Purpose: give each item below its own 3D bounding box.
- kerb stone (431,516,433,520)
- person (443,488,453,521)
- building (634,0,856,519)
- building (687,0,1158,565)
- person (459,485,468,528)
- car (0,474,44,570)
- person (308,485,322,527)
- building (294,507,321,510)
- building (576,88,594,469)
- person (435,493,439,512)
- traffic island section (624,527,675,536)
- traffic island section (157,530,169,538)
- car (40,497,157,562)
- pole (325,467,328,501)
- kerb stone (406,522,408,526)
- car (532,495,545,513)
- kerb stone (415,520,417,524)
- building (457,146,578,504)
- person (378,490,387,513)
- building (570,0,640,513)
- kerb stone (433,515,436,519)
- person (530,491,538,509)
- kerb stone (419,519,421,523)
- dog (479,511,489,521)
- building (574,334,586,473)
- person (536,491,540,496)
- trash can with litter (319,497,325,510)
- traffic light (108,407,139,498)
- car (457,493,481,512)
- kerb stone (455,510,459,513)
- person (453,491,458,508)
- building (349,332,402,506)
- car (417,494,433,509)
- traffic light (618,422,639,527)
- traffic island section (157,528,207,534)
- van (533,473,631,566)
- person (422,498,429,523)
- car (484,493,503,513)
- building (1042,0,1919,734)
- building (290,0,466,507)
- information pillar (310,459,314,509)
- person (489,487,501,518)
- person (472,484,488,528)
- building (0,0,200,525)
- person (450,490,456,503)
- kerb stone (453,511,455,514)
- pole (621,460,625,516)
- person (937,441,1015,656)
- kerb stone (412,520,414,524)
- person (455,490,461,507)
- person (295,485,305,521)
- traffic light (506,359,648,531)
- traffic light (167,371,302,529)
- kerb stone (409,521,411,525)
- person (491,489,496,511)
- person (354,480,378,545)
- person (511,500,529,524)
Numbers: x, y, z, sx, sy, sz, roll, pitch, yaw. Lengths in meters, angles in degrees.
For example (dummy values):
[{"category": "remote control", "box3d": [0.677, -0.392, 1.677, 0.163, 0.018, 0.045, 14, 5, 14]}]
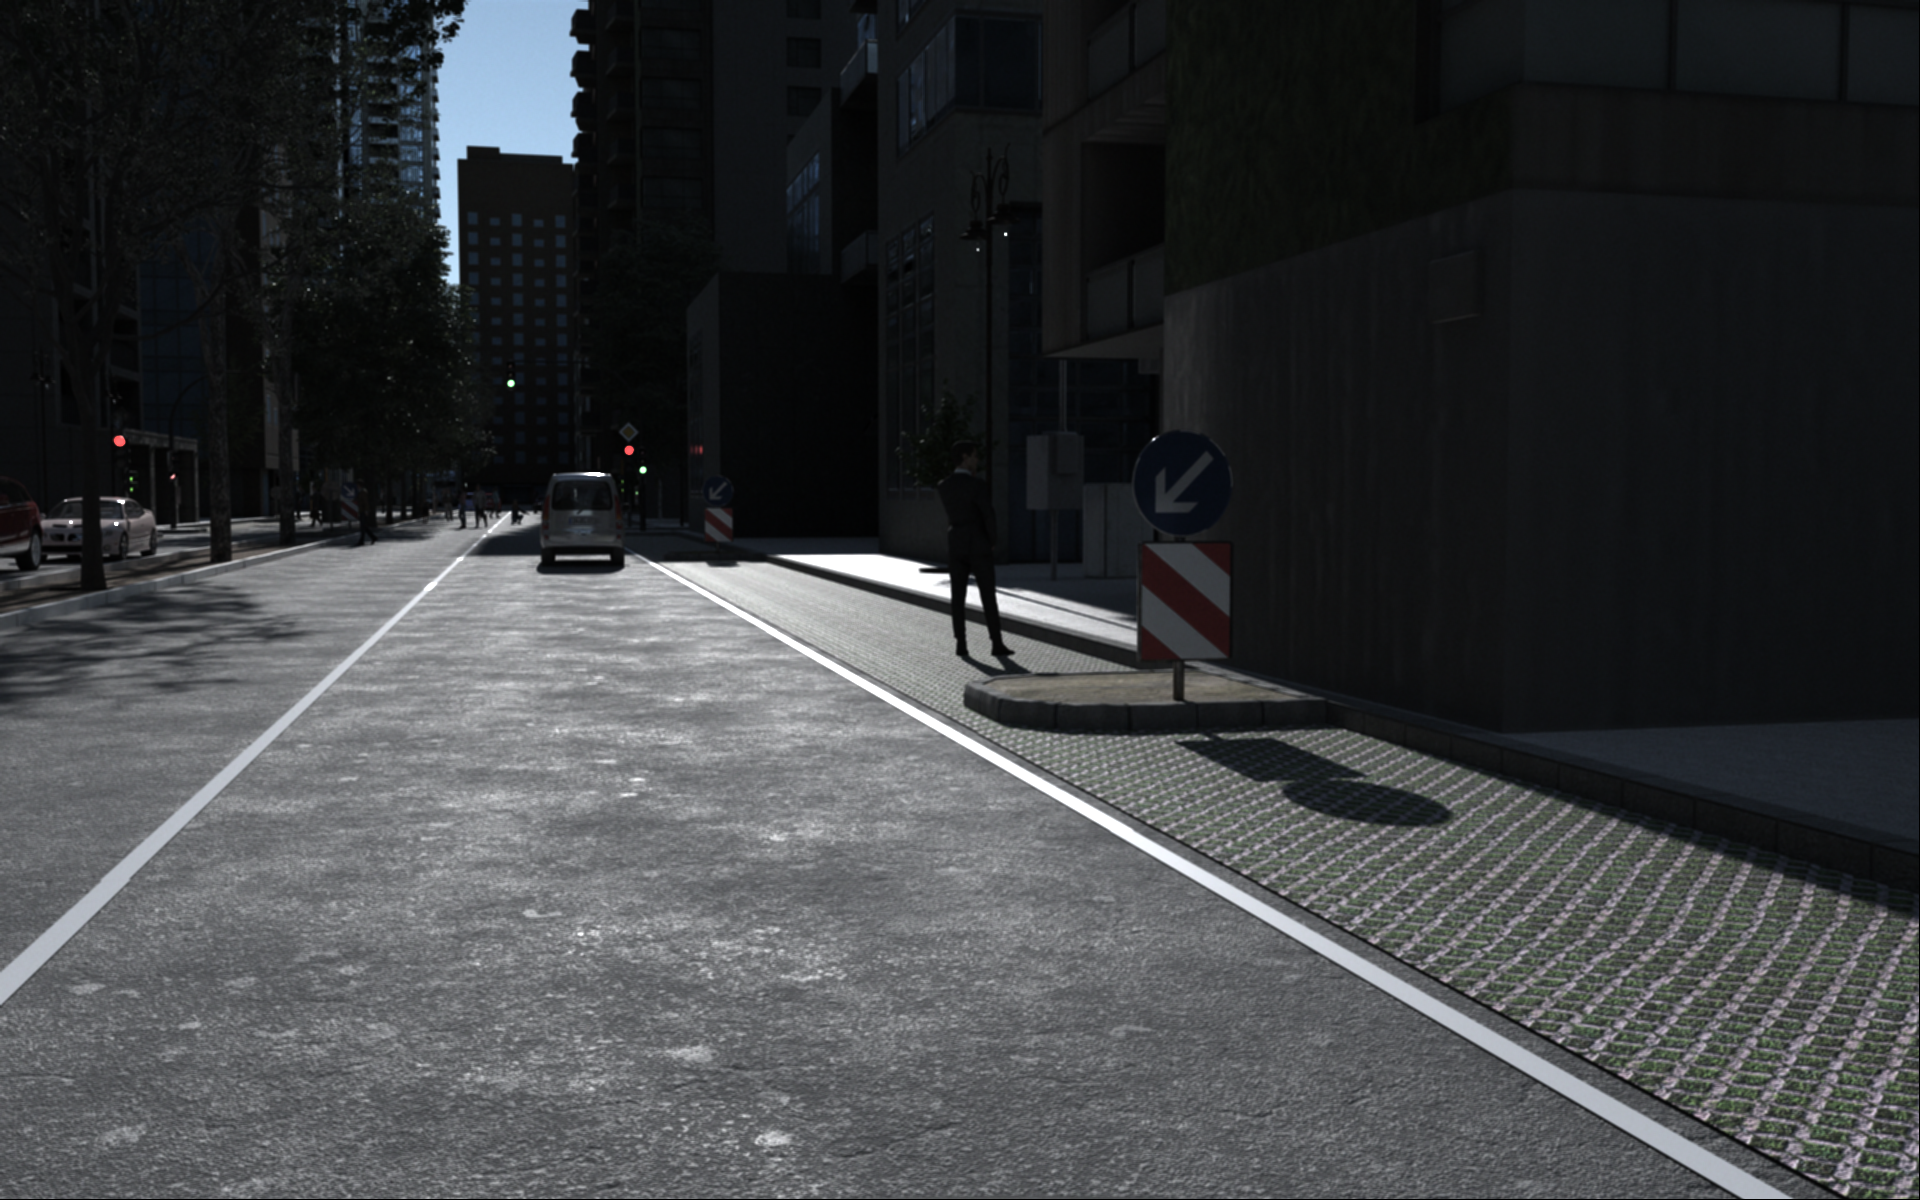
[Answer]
[{"category": "kerb stone", "box3d": [-29.533, -4.536, 96.352, 0.120, 0.150, 1.000, -1, 4, -14]}, {"category": "person", "box3d": [-27.198, -5.078, 92.069, 0.519, 1.759, 0.362, -3, 4, -36]}, {"category": "building", "box3d": [-11.191, -19.925, 97.481, 14.160, 30.474, 14.107, -1, 4, -14]}, {"category": "building", "box3d": [5.074, -44.828, 45.608, 22.319, 86.520, 31.000, -1, 4, -14]}, {"category": "person", "box3d": [-20.754, -3.902, 72.315, 0.388, 1.821, 0.555, -1, 4, -21]}, {"category": "car", "box3d": [-18.055, -1.364, 30.974, 2.281, 1.827, 5.304, -1, 4, -13]}, {"category": "person", "box3d": [-28.225, -4.125, 75.910, 0.622, 1.834, 0.822, 3, 5, 40]}, {"category": "building", "box3d": [-63.527, -51.007, 146.630, 22.319, 86.520, 31.000, -1, 4, -14]}, {"category": "building", "box3d": [-32.021, -32.475, 181.084, 14.600, 45.320, 14.200, -1, 4, -14]}, {"category": "person", "box3d": [-40.553, -7.517, 133.991, 0.523, 1.515, 0.503, -1, 4, -13]}, {"category": "traffic island section", "box3d": [-10.955, -2.302, 59.914, 2.009, 0.180, 2.903, -1, 4, -14]}, {"category": "traffic island section", "box3d": [-27.011, -2.059, 55.944, 2.009, 0.180, 2.903, -1, 4, -14]}, {"category": "car", "box3d": [-19.091, -1.583, 38.240, 2.083, 1.381, 4.827, -1, 4, -13]}, {"category": "pole", "box3d": [-45.938, -8.058, 125.598, 0.158, 3.312, 0.155, 0, 3, 0]}, {"category": "kerb stone", "box3d": [-24.582, -3.316, 76.412, 0.120, 0.150, 1.000, -1, 4, -14]}, {"category": "car", "box3d": [-31.053, -7.164, 129.714, 1.945, 1.354, 3.894, -1, 4, -14]}, {"category": "kerb stone", "box3d": [-26.072, -3.682, 82.401, 0.120, 0.150, 1.000, -1, 4, -14]}, {"category": "building", "box3d": [-57.863, -35.289, 227.085, 14.200, 45.320, 14.600, -1, 4, -14]}, {"category": "person", "box3d": [-43.249, -7.385, 129.637, 0.661, 1.777, 0.834, 0, 4, 4]}, {"category": "building", "box3d": [-17.304, -28.984, 128.514, 22.147, 44.769, 28.867, -1, 4, -14]}, {"category": "kerb stone", "box3d": [-30.283, -4.718, 99.342, 0.120, 0.150, 1.000, -1, 4, -14]}, {"category": "person", "box3d": [-40.050, -9.434, 163.306, 0.990, 1.755, 0.434, -1, 4, -16]}, {"category": "kerb stone", "box3d": [-26.817, -3.865, 85.388, 0.120, 0.150, 1.000, -1, 4, -14]}, {"category": "dog", "box3d": [-25.824, -4.555, 93.768, 0.406, 0.507, 0.540, 1, 4, 10]}, {"category": "building", "box3d": [-30.956, -21.973, 204.293, 27.650, 21.520, 28.899, -1, 4, -14]}, {"category": "person", "box3d": [-51.979, -12.486, 212.660, 1.348, 1.822, 0.705, -2, 4, -24]}, {"category": "trash can with litter", "box3d": [-49.673, -7.529, 134.490, 1.055, 1.170, 0.624, -2, 4, -26]}, {"category": "traffic light", "box3d": [-26.970, -4.092, 55.820, 0.839, 4.253, 0.868, -1, 4, -14]}, {"category": "car", "box3d": [-34.628, -6.920, 122.728, 1.945, 1.707, 3.694, -1, 4, -15]}, {"category": "kerb stone", "box3d": [-38.684, -6.782, 133.188, 0.120, 0.150, 1.000, -1, 4, -14]}, {"category": "person", "box3d": [-53.708, -10.720, 184.478, 1.217, 1.736, 0.721, 1, 4, 17]}, {"category": "building", "box3d": [-78.347, -21.271, 192.826, 28.899, 21.520, 27.650, -1, 4, -14]}, {"category": "car", "box3d": [-50.048, -9.313, 162.059, 2.009, 1.686, 4.222, -1, 4, -14]}, {"category": "traffic light", "box3d": [-12.922, -4.809, 67.540, 0.839, 4.253, 0.868, -1, 4, -14]}, {"category": "traffic island section", "box3d": [-28.937, -2.533, 63.695, 2.009, 0.180, 2.903, -1, 4, -14]}, {"category": "van", "box3d": [-7.846, -1.772, 35.989, 2.013, 2.044, 4.112, -1, 4, -12]}, {"category": "person", "box3d": [-26.207, -4.387, 84.901, 0.362, 1.253, 0.373, 0, 4, 4]}, {"category": "car", "box3d": [-36.105, -7.566, 132.745, 2.155, 1.783, 4.494, -1, 4, -15]}, {"category": "building", "box3d": [8.062, -20.350, 16.321, 14.154, 41.232, 14.086, -1, 4, -14]}, {"category": "building", "box3d": [-80.953, -55.751, 224.204, 31.000, 86.520, 22.319, -1, 4, -14]}, {"category": "information pillar", "box3d": [-43.625, -7.660, 116.602, 0.183, 3.616, 0.504, 0, 4, -2]}, {"category": "person", "box3d": [-27.725, -5.800, 103.195, 0.748, 1.841, 0.638, -2, 4, -25]}, {"category": "person", "box3d": [-20.510, -4.015, 73.995, 0.661, 1.843, 0.795, 0, 4, 7]}, {"category": "building", "box3d": [-43.113, -38.584, 69.109, 20.563, 71.187, 20.611, -1, 4, -14]}, {"category": "person", "box3d": [-50.154, -9.908, 170.505, 1.348, 1.823, 0.705, 2, 4, 33]}, {"category": "kerb stone", "box3d": [-36.463, -6.239, 124.239, 0.120, 0.150, 1.000, -1, 4, -14]}, {"category": "pole", "box3d": [-19.926, -6.632, 102.281, 0.158, 3.312, 0.155, 0, 3, 0]}, {"category": "person", "box3d": [0.121, -0.460, 15.381, 0.648, 1.900, 0.474, 2, 4, 30]}, {"category": "kerb stone", "box3d": [-25.574, -3.560, 80.394, 0.120, 0.150, 1.000, -1, 4, -14]}, {"category": "person", "box3d": [-42.496, -8.410, 146.682, 0.721, 1.739, 1.217, -2, 4, -35]}, {"category": "person", "box3d": [-35.224, -5.175, 92.472, 0.474, 1.900, 0.648, -1, 4, -9]}, {"category": "traffic light", "box3d": [-13.006, -5.167, 59.149, 4.771, 5.953, 1.251, -1, 4, -14]}, {"category": "traffic light", "box3d": [-26.886, -5.470, 64.105, 4.771, 5.953, 1.251, -1, 4, -14]}, {"category": "kerb stone", "box3d": [-25.080, -3.438, 78.407, 0.120, 0.150, 1.000, -1, 4, -14]}, {"category": "person", "box3d": [-38.465, -8.212, 142.852, 1.350, 1.814, 0.705, 2, 4, 35]}, {"category": "person", "box3d": [-16.743, -2.463, 48.673, 0.656, 1.842, 0.836, 2, 4, 33]}, {"category": "person", "box3d": [-20.993, -4.185, 82.424, 1.012, 1.151, 0.738, -3, 5, -39]}]
